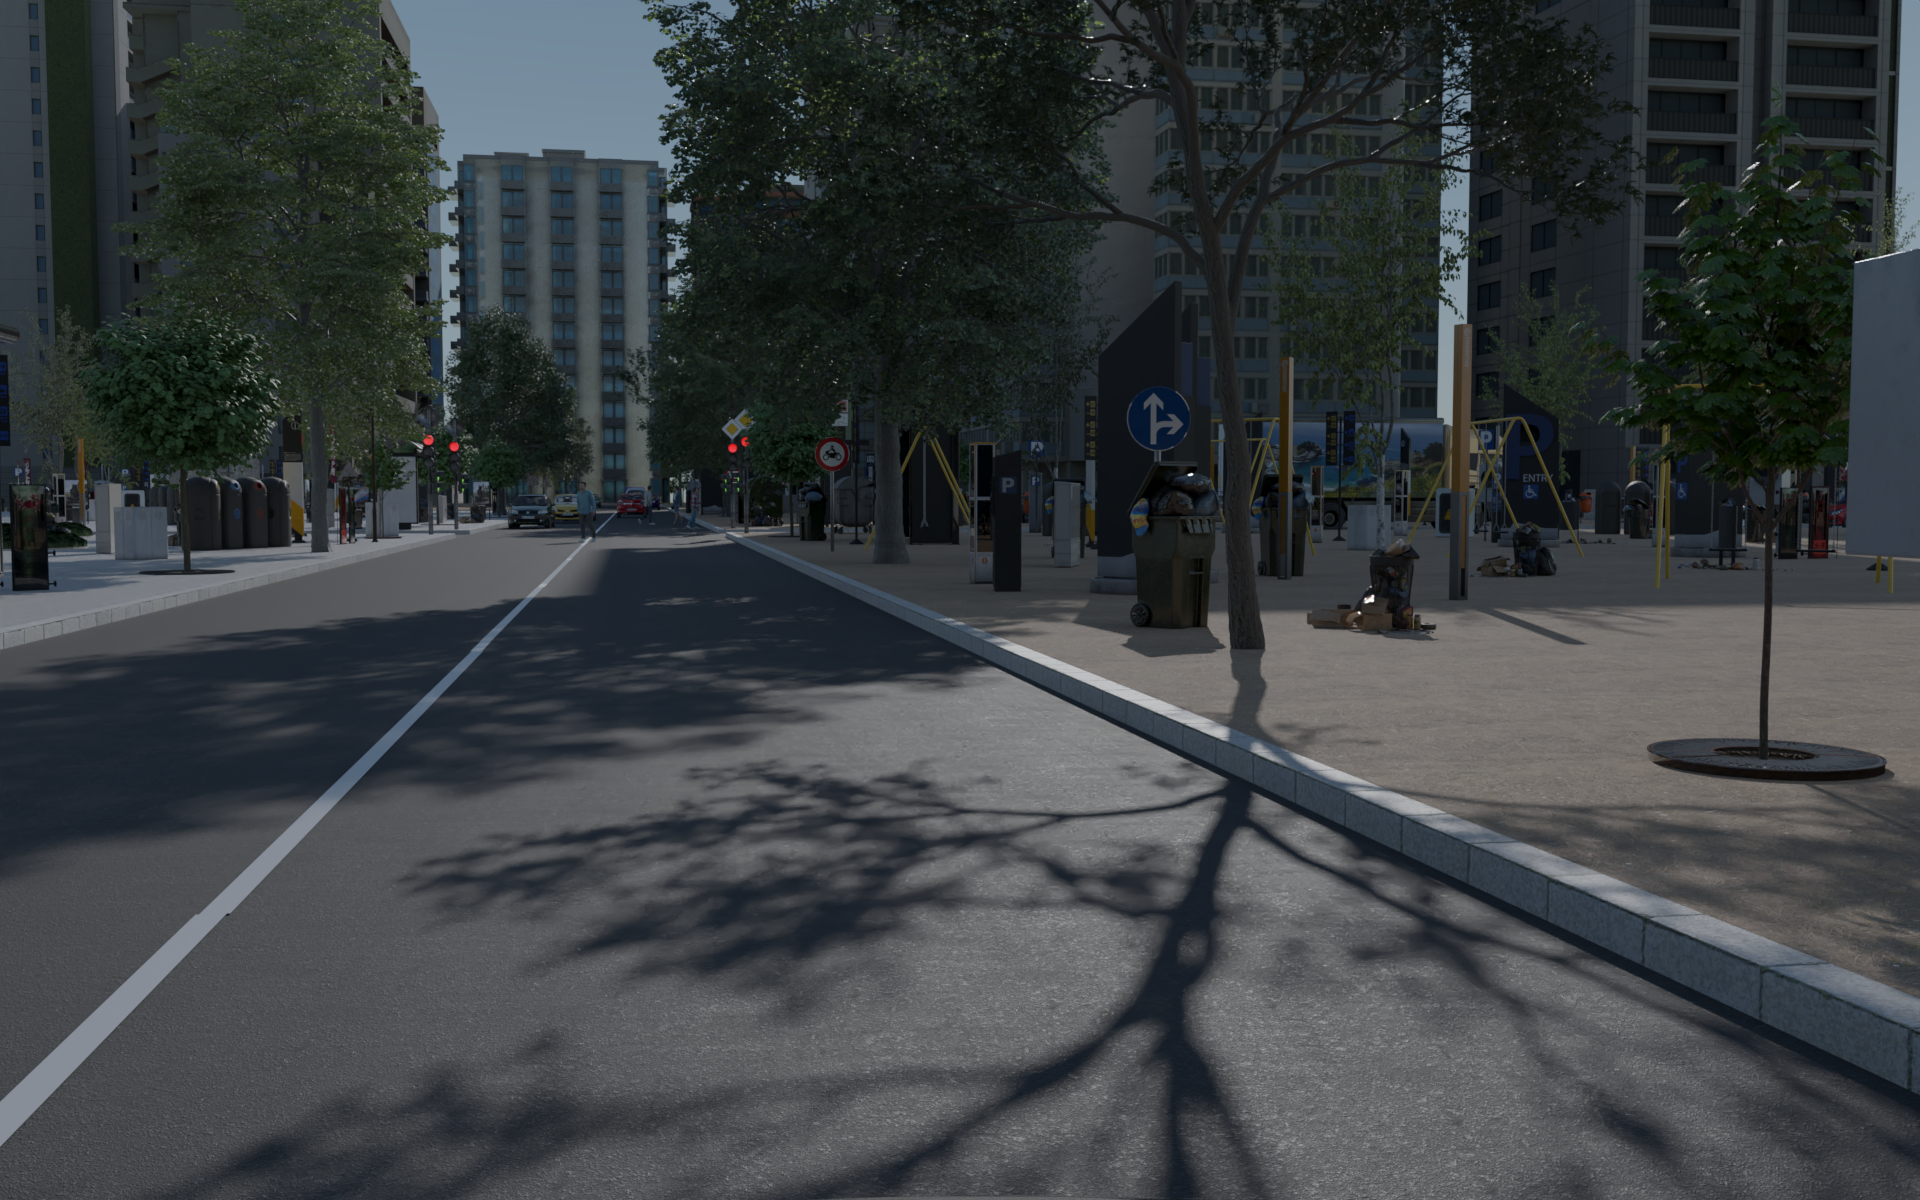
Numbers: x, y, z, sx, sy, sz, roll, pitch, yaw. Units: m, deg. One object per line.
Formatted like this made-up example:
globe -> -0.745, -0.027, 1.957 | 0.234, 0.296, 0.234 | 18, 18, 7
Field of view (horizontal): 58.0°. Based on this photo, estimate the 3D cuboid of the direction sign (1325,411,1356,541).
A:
direction sign -> 10.393, -3.386, 47.364 | 0.876, 3.537, 0.379 | 3, 5, 40

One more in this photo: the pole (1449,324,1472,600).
pole -> 6.039, -1.654, 20.890 | 0.158, 3.312, 0.155 | 0, 3, 0

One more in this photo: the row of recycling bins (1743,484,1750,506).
row of recycling bins -> 33.240, -4.035, 73.082 | 1.069, 1.692, 3.534 | 2, 4, 28

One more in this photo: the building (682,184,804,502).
building -> -25.545, -36.253, 247.363 | 28.867, 44.769, 22.147 | -1, 4, -11

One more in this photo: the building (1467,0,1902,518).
building -> 43.534, -40.389, 98.605 | 20.611, 71.187, 20.563 | -1, 4, -11

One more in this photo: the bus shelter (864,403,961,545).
bus shelter -> -1.331, -3.390, 46.717 | 1.731, 3.624, 6.357 | -1, 4, -11

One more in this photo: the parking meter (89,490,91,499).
parking meter -> -48.417, -5.386, 96.466 | 0.372, 1.533, 0.369 | 0, 3, 0

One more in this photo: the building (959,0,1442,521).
building -> 13.225, -24.764, 96.775 | 23.993, 40.220, 32.217 | -1, 4, -11

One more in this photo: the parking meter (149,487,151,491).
parking meter -> -59.251, -7.420, 127.027 | 0.255, 1.863, 0.399 | 1, 4, 15

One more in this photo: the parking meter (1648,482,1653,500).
parking meter -> 34.130, -4.875, 85.410 | 0.399, 1.863, 0.255 | 1, 4, 21

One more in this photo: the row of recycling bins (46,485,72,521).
row of recycling bins -> -42.865, -4.542, 81.380 | 1.069, 1.692, 3.534 | 1, 4, 11

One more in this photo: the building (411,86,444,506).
building -> -63.761, -32.779, 186.040 | 14.200, 45.320, 14.600 | -1, 4, -11

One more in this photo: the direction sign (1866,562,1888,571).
direction sign -> 15.431, -2.262, 28.982 | 0.379, 3.537, 0.876 | 3, 4, 36

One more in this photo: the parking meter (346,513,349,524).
parking meter -> -26.736, -4.097, 75.402 | 0.372, 1.533, 0.369 | 0, 3, 0

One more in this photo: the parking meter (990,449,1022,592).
parking meter -> 0.602, -1.045, 22.789 | 0.399, 1.863, 0.255 | 0, 4, -5

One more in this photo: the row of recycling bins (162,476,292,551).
row of recycling bins -> -17.061, -2.060, 40.791 | 1.069, 1.692, 3.534 | 1, 4, 13

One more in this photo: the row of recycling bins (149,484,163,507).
row of recycling bins -> -32.632, -3.973, 72.064 | 3.534, 1.692, 1.069 | 3, 5, 39

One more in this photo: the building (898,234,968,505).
building -> 9.677, -17.419, 129.847 | 27.650, 21.520, 28.899 | -1, 4, -11

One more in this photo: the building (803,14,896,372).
building -> -2.472, -36.781, 190.600 | 28.713, 52.752, 27.495 | -1, 4, -11

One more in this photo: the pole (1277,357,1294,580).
pole -> 4.872, -1.961, 25.913 | 0.158, 3.312, 0.155 | 0, 3, 0

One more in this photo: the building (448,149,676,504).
building -> -55.344, -38.147, 243.313 | 30.456, 49.044, 23.786 | -1, 4, -11

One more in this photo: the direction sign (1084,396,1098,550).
direction sign -> 3.214, -2.943, 40.121 | 0.876, 3.537, 0.379 | -3, 4, -38

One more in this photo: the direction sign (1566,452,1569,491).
direction sign -> 32.570, -6.172, 92.911 | 0.379, 3.537, 0.876 | 1, 4, 14

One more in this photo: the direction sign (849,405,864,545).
direction sign -> -2.643, -3.187, 44.100 | 0.379, 3.537, 0.876 | 0, 4, 6

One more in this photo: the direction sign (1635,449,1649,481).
direction sign -> 33.999, -5.773, 86.380 | 0.876, 3.537, 0.379 | -2, 4, -24

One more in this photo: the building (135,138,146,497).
building -> -77.647, -30.575, 183.488 | 14.086, 41.232, 14.154 | -1, 4, -11

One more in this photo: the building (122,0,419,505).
building -> -61.548, -32.555, 155.982 | 21.300, 48.544, 21.600 | -1, 4, -11

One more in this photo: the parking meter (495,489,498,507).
parking meter -> -35.494, -7.795, 133.159 | 0.399, 1.863, 0.255 | -2, 4, -28

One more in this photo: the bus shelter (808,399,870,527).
bus shelter -> -5.306, -5.697, 70.777 | 2.179, 5.291, 8.768 | -1, 4, -11

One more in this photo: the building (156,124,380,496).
building -> -55.023, -22.483, 139.294 | 14.160, 30.474, 14.107 | -1, 4, -11

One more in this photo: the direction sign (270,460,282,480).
direction sign -> -45.107, -7.475, 114.216 | 0.876, 3.537, 0.379 | 1, 4, 15

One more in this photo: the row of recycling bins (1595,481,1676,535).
row of recycling bins -> 21.978, -2.922, 54.885 | 3.534, 1.692, 1.069 | 2, 4, 28

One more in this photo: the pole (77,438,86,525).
pole -> -32.213, -4.261, 63.515 | 0.158, 3.312, 0.155 | 0, 3, 0

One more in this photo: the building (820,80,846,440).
building -> -5.915, -31.737, 169.010 | 14.600, 45.320, 14.200 | -1, 4, -11

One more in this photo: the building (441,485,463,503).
building -> -84.676, -39.747, 239.107 | 27.495, 52.752, 28.713 | -1, 4, -11

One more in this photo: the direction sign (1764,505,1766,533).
direction sign -> 26.455, -3.962, 56.773 | 0.379, 3.537, 0.876 | -1, 4, -17

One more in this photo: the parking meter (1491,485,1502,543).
parking meter -> 14.180, -2.271, 45.537 | 0.372, 1.533, 0.369 | 0, 3, 0

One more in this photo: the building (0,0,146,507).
building -> -97.889, -38.754, 175.629 | 28.212, 58.520, 21.231 | -1, 4, -11

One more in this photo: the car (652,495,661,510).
car -> -27.377, -8.599, 153.166 | 1.945, 1.354, 3.894 | -1, 4, -11

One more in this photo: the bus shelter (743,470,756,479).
bus shelter -> -13.774, -8.547, 117.376 | 2.179, 5.291, 8.768 | -1, 4, -11

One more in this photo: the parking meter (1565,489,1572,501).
parking meter -> 30.862, -4.861, 87.882 | 0.372, 1.533, 0.369 | 0, 3, 0

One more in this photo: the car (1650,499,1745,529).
car -> 28.697, -3.548, 67.045 | 4.494, 1.783, 2.155 | -1, 4, -12

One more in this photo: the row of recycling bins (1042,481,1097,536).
row of recycling bins -> 4.100, -2.833, 53.437 | 3.534, 1.692, 1.069 | -2, 4, -34

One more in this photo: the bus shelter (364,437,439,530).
bus shelter -> -20.729, -4.321, 64.568 | 2.014, 3.302, 5.546 | -1, 4, -11

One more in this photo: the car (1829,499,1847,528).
car -> 35.839, -3.628, 68.364 | 4.494, 1.783, 2.155 | -1, 4, -9

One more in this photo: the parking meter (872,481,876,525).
parking meter -> -3.468, -4.069, 72.232 | 0.399, 1.863, 0.255 | 1, 4, 15

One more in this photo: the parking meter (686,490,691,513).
parking meter -> -18.287, -6.620, 116.648 | 0.372, 1.533, 0.369 | 0, 3, 0

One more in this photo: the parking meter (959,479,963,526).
parking meter -> -0.080, -3.883, 69.192 | 0.255, 1.863, 0.399 | 3, 5, 41

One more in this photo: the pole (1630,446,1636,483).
pole -> 28.535, -4.873, 73.512 | 0.158, 3.312, 0.155 | 0, 3, 0

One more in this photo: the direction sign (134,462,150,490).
direction sign -> -52.797, -7.331, 111.860 | 0.876, 3.537, 0.379 | -2, 4, -32

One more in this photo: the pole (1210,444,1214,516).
pole -> 10.184, -4.666, 70.139 | 0.158, 3.312, 0.155 | 0, 3, 0

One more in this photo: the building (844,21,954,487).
building -> -3.500, -28.816, 154.731 | 14.154, 41.232, 14.086 | -1, 4, -11

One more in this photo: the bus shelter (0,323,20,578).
bus shelter -> -11.967, -2.414, 17.102 | 2.179, 5.291, 8.768 | -1, 4, -11

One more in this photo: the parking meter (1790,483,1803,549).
parking meter -> 19.430, -1.956, 40.386 | 0.372, 1.533, 0.369 | 0, 3, 0

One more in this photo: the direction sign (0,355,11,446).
direction sign -> -15.802, -2.200, 27.975 | 0.379, 3.537, 0.876 | 3, 5, 42
